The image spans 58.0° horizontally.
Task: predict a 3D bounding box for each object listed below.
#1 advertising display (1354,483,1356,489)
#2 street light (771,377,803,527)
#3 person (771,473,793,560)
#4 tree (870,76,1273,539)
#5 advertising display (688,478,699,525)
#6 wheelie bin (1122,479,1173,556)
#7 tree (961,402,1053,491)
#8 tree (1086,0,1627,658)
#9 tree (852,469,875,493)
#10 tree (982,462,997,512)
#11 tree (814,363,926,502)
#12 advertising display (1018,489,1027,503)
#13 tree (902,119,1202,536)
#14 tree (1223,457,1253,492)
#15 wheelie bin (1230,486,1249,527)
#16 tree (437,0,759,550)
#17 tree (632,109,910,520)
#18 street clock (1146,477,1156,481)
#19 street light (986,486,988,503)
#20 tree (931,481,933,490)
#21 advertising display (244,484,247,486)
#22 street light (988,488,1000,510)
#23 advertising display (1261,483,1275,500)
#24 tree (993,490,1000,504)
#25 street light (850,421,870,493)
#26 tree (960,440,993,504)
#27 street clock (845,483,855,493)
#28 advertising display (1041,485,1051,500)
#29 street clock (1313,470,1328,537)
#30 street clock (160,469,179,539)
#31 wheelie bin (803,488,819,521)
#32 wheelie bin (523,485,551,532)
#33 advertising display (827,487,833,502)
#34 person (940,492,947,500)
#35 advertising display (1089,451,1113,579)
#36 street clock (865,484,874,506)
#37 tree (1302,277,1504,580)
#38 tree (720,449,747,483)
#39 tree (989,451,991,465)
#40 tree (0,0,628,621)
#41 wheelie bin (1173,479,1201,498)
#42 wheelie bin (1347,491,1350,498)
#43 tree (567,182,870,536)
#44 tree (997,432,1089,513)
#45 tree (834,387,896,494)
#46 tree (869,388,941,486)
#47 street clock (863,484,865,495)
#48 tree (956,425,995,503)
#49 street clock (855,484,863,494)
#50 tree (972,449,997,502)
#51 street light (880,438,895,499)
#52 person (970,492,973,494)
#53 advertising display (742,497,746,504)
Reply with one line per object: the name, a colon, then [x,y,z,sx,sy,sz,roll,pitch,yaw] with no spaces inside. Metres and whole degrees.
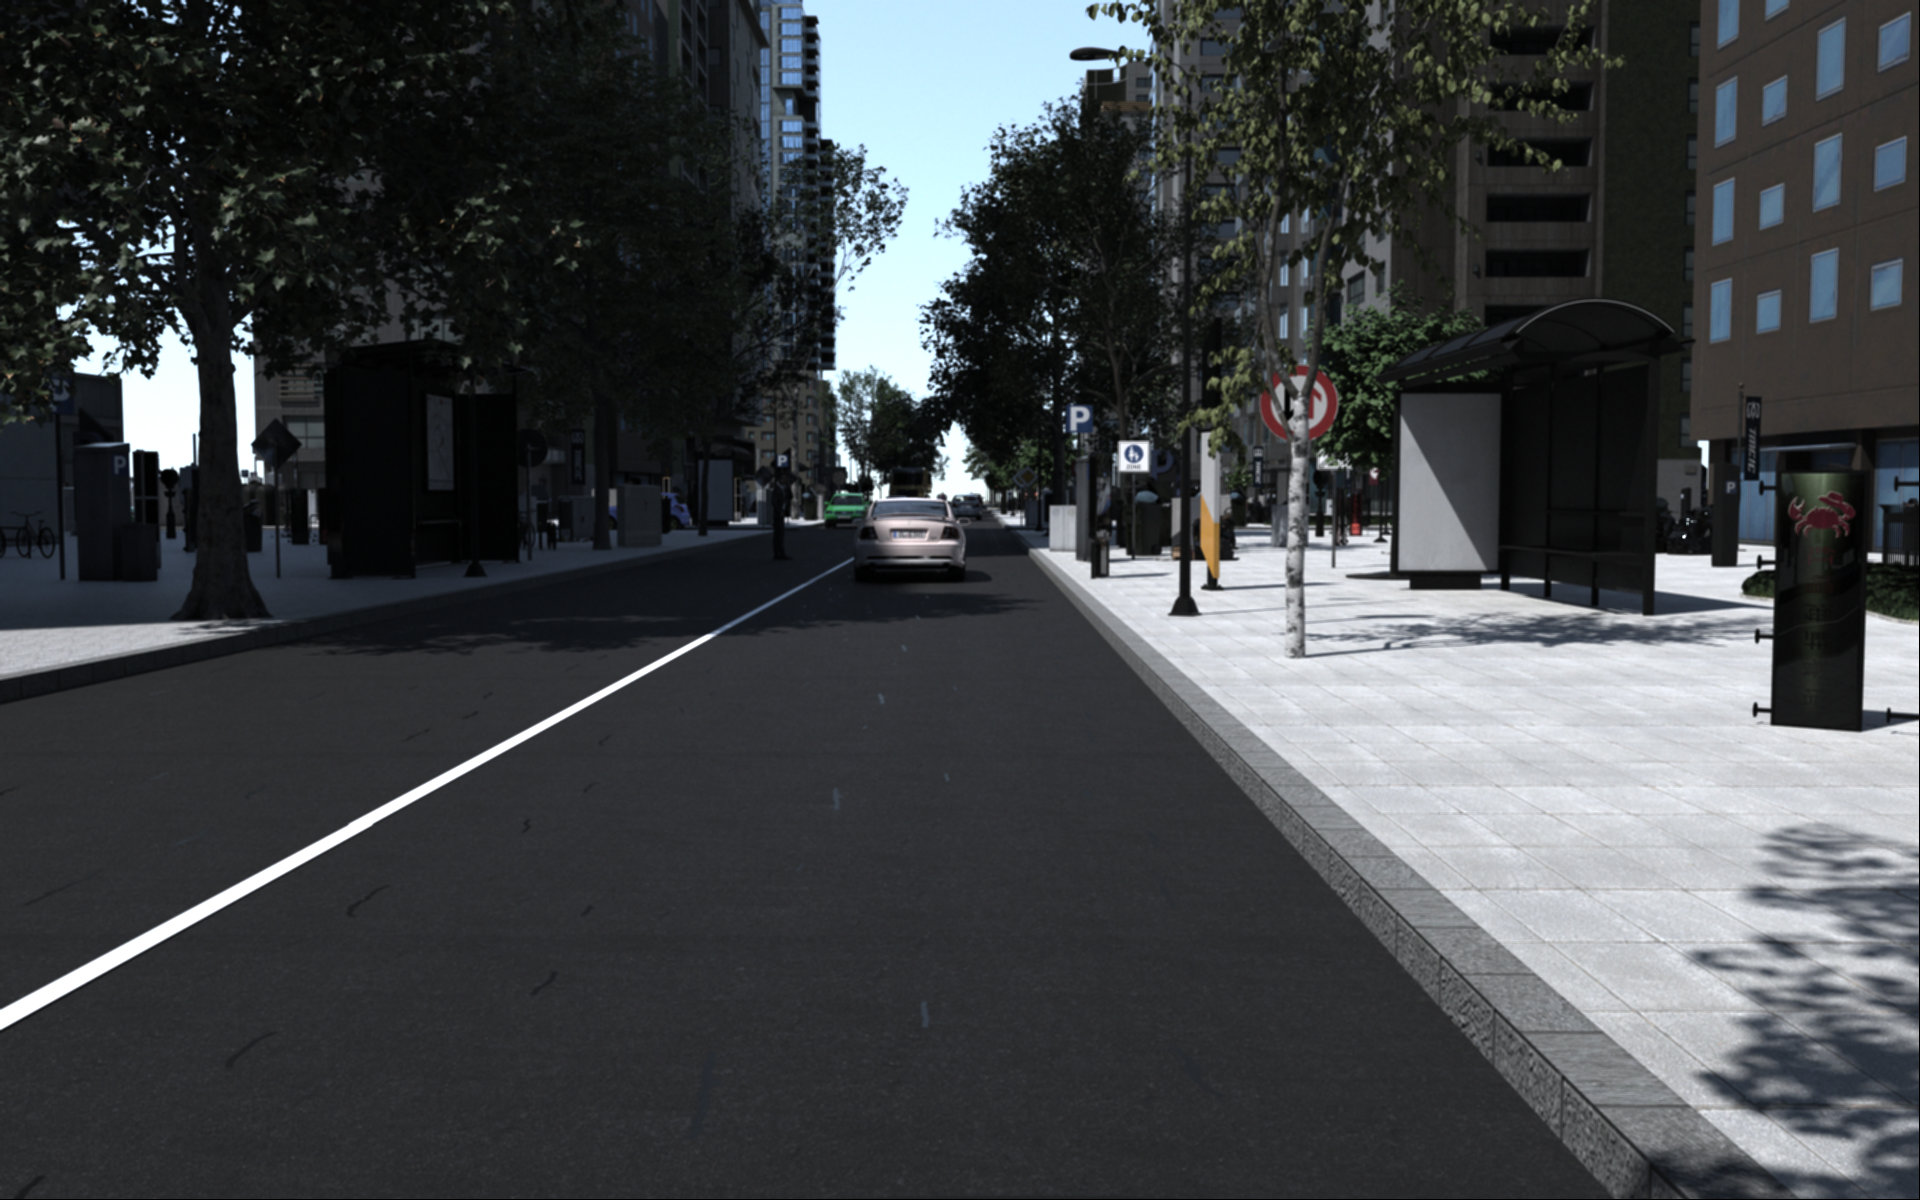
advertising display: [23.086,-5.824,100.437,0.974,1.923,0.123,-2,4,-34]
street light: [-6.710,-5.840,68.027,1.470,5.913,1.316,0,4,0]
person: [-3.885,-1.843,38.002,0.474,1.900,0.648,0,4,-2]
tree: [3.608,-6.396,38.984,7.601,10.594,8.767,2,4,30]
advertising display: [-10.970,-4.054,71.494,0.123,1.923,0.974,1,4,17]
wheelie bin: [3.807,-1.724,36.090,0.693,1.594,0.980,-2,4,-31]
tree: [4.634,-15.279,160.188,12.009,13.543,11.850,0,3,0]
tree: [2.802,-3.861,13.498,4.737,8.622,4.395,0,3,0]
tree: [-7.421,-8.284,130.040,1.663,3.219,1.824,0,3,0]
tree: [4.290,-8.318,119.707,4.285,4.588,4.351,0,3,0]
tree: [-7.539,-13.036,138.898,9.928,11.665,9.643,0,3,0]
advertising display: [4.961,-8.053,136.878,0.974,1.923,0.123,-3,4,-38]
tree: [2.920,-8.287,52.498,9.611,12.733,9.660,0,3,0]
tree: [14.095,-5.694,87.703,1.663,3.219,1.824,0,3,0]
wheelie bin: [10.876,-3.645,67.496,0.693,1.594,0.980,1,4,18]
tree: [-8.697,-7.442,39.801,7.486,12.596,7.792,0,3,0]
tree: [-9.655,-14.131,86.923,12.611,20.169,13.585,0,3,0]
street clock: [8.117,-4.233,73.785,0.471,2.002,0.358,2,4,23]
street light: [2.847,-10.418,142.880,1.470,5.913,1.316,0,4,0]
tree: [-6.194,-18.992,294.233,4.285,4.588,4.351,0,3,0]
advertising display: [-44.105,-6.181,106.281,0.974,1.923,0.123,2,4,26]
street light: [2.548,-7.848,100.853,1.470,5.913,1.316,0,4,0]
advertising display: [17.912,-5.847,100.817,0.974,1.923,0.123,-2,4,-30]
tree: [4.820,-14.633,233.842,1.663,3.219,1.824,0,3,0]
street light: [-6.366,-8.376,109.489,1.470,5.913,1.316,0,4,0]
tree: [3.942,-18.969,228.265,7.486,12.596,7.792,0,3,0]
street clock: [-7.345,-6.708,114.246,0.471,2.002,0.358,-1,4,-19]
advertising display: [4.513,-5.298,91.834,0.123,1.923,0.974,-2,4,-31]
street clock: [10.789,-2.894,51.888,0.358,2.002,0.471,-1,4,-23]
street clock: [-22.740,-2.771,49.870,0.471,2.002,0.358,1,4,19]
wheelie bin: [-7.252,-4.660,84.102,0.693,1.594,0.980,1,4,8]
wheelie bin: [-14.190,-3.060,57.938,0.980,1.594,0.693,-3,5,-39]
advertising display: [-8.376,-6.490,111.324,0.123,1.923,0.974,-1,4,-23]
person: [-2.261,-13.680,232.850,0.721,1.739,1.217,3,5,44]
advertising display: [2.161,-1.309,26.615,0.123,1.923,0.974,1,4,19]
street clock: [-6.425,-7.390,125.389,0.358,2.002,0.471,1,4,18]
tree: [6.579,-2.608,26.350,4.285,4.588,4.351,0,3,0]
tree: [-17.142,-8.666,125.396,4.285,4.588,4.351,0,3,0]
tree: [4.936,-15.194,198.783,4.360,8.622,3.978,0,3,0]
tree: [-7.767,-6.164,17.791,9.611,12.733,9.660,0,3,0]
wheelie bin: [5.158,-1.802,37.370,0.693,1.594,0.980,-3,5,-42]
wheelie bin: [24.451,-6.093,107.535,0.693,1.594,0.980,3,5,40]
tree: [-7.842,-7.226,52.557,8.767,10.594,7.601,-1,4,-14]
tree: [3.986,-5.606,75.364,4.285,4.588,4.351,0,3,0]
tree: [-6.701,-10.232,117.655,4.360,8.622,3.978,0,3,0]
tree: [-6.606,-18.202,204.260,9.857,13.997,8.962,0,3,0]
street clock: [-6.947,-7.467,126.658,0.471,2.002,0.358,-1,4,-17]
tree: [4.626,-23.750,244.199,12.611,20.169,13.585,0,3,0]
street clock: [-7.486,-7.394,125.454,0.471,2.002,0.358,-1,4,-16]
tree: [5.687,-21.614,279.141,9.928,11.665,9.643,0,3,0]
street light: [-6.080,-10.522,144.581,1.470,5.913,1.316,0,4,0]
person: [1.666,-15.845,267.439,0.709,1.838,0.599,-3,4,-39]
advertising display: [-17.803,-8.380,142.227,0.123,1.923,0.974,-3,5,-43]
